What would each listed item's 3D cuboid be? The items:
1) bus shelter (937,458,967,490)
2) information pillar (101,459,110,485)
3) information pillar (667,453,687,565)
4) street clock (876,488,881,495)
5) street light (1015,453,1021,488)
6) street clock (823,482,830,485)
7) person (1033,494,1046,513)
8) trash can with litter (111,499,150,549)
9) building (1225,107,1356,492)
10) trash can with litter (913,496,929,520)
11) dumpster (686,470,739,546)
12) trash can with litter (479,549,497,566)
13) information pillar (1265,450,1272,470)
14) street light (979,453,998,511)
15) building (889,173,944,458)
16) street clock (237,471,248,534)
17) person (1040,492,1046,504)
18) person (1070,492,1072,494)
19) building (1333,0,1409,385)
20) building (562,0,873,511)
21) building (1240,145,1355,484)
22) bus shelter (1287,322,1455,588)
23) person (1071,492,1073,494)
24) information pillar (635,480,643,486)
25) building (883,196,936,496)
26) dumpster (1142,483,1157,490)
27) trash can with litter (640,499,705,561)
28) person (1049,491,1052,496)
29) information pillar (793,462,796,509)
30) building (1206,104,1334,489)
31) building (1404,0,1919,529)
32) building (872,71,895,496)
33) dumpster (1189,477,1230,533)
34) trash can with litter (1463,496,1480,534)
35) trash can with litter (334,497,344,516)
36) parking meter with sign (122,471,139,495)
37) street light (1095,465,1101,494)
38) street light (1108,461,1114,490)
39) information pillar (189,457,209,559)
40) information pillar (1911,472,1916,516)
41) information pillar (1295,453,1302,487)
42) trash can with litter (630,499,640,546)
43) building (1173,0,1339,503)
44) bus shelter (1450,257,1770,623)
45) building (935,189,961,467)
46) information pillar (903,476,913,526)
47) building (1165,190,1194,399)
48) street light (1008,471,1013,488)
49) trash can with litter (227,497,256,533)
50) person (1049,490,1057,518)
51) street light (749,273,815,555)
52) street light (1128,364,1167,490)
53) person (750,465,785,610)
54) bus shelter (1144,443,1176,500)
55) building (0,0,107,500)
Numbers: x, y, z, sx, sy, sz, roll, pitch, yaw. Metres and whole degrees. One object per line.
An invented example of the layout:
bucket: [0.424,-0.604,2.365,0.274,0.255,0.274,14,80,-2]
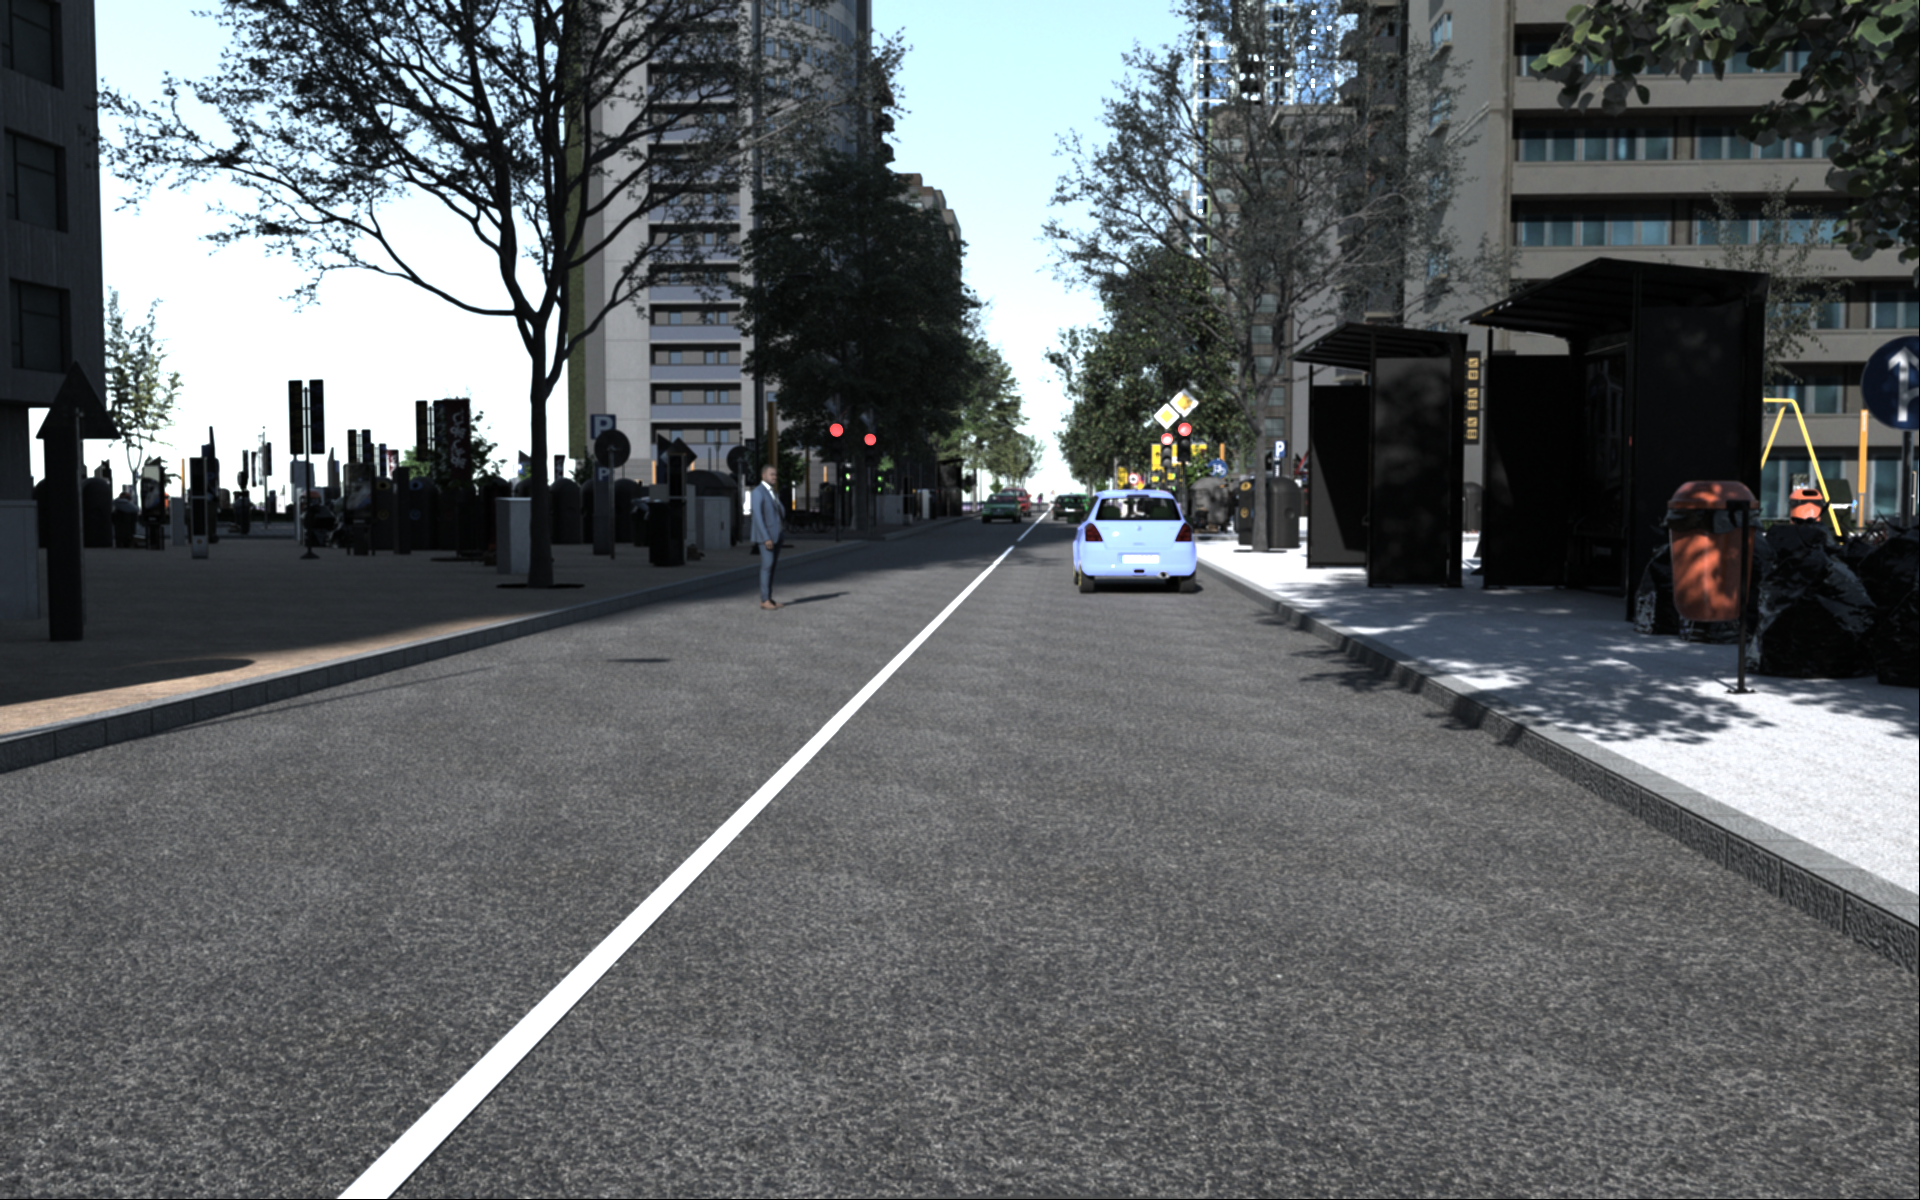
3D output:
bus shelter: [-0.551,-7.605,115.617,1.731,3.624,6.357,0,4,4]
information pillar: [-56.844,-7.575,115.202,0.504,3.616,0.183,-3,5,-43]
information pillar: [-5.125,-1.644,31.378,0.304,2.012,0.304,0,4,-1]
street clock: [-4.952,-6.171,105.462,0.358,2.002,0.471,1,4,20]
street light: [6.016,-13.711,196.710,1.470,5.913,1.316,0,4,3]
street clock: [-7.973,-6.022,103.030,0.471,2.002,0.358,-3,4,-36]
person: [6.135,-7.483,134.072,0.991,1.433,0.599,1,4,10]
trash can with litter: [-19.620,-1.817,41.095,1.055,1.170,0.624,2,4,31]
building: [41.369,-28.984,165.775,32.217,40.220,23.993,0,4,3]
trash can with litter: [-2.327,-4.532,85.153,1.678,1.210,2.233,-1,4,-17]
dumpster: [-6.143,-2.217,42.012,1.264,1.857,1.865,0,4,3]
trash can with litter: [-8.079,-1.196,30.948,1.055,1.170,0.624,0,4,7]
information pillar: [16.402,-6.173,92.282,0.504,3.616,0.183,-2,4,-24]
street light: [2.112,-9.715,131.381,1.470,5.913,1.316,0,4,3]
building: [-10.148,-36.409,245.399,14.600,45.320,14.200,0,4,3]
street clock: [-22.765,-3.085,55.007,0.358,2.002,0.471,-3,4,-37]
person: [11.779,-14.755,250.463,1.217,1.735,0.721,0,4,7]
person: [16.065,-14.801,251.169,0.621,1.740,0.551,-2,4,-34]
building: [35.514,-27.731,108.032,22.147,44.769,28.867,0,4,3]
building: [-19.304,-36.869,144.811,21.231,58.520,28.212,0,4,3]
building: [30.854,-22.994,147.659,14.160,30.474,14.107,0,4,3]
bus shelter: [6.302,-2.168,26.732,1.731,3.624,6.357,0,4,3]
person: [16.936,-15.495,262.624,1.217,1.735,0.721,-2,4,-24]
information pillar: [-16.692,-5.235,90.092,0.304,2.012,0.304,-3,5,-41]
building: [-10.725,-33.506,231.416,14.154,41.232,14.086,0,4,3]
dumpster: [9.666,-4.909,86.021,1.264,1.857,1.865,0,4,3]
trash can with litter: [-5.498,-1.347,33.411,1.055,1.170,0.624,-3,5,-41]
person: [12.423,-13.861,234.993,0.709,1.838,0.599,-2,4,-31]
information pillar: [-9.954,-6.900,104.172,0.183,3.616,0.504,1,4,10]
building: [33.275,-30.684,185.272,14.154,41.232,14.086,0,4,3]
building: [29.986,-27.373,71.247,21.600,48.544,21.300,0,4,3]
building: [-18.198,-31.749,173.721,22.147,44.769,28.867,0,4,3]
dumpster: [8.384,-3.199,58.054,1.264,1.857,1.865,0,4,3]
trash can with litter: [16.405,-2.746,55.954,1.678,1.210,2.233,-2,4,-30]
trash can with litter: [-23.747,-3.364,66.393,0.624,1.170,1.055,0,4,6]
parking meter with sign: [-63.997,-8.371,133.134,1.738,3.016,0.543,1,4,15]
street light: [11.450,-10.221,139.651,1.470,5.913,1.316,0,4,3]
street light: [8.806,-7.547,95.935,1.470,5.913,1.316,0,4,3]
information pillar: [-15.155,-1.835,34.487,0.304,2.012,0.304,-1,4,-21]
information pillar: [31.324,-3.220,57.135,0.304,2.012,0.304,2,4,25]
information pillar: [19.311,-6.579,98.919,0.504,3.616,0.183,-3,5,-41]
trash can with litter: [-7.508,-1.882,42.153,1.055,1.170,0.624,2,4,31]
building: [40.448,-56.664,239.129,22.319,86.520,31.000,0,4,3]
bus shelter: [7.387,-1.773,20.271,1.731,3.624,6.357,0,4,3]
building: [-11.033,-40.022,278.064,21.300,48.544,21.600,0,4,3]
information pillar: [-2.134,-4.048,70.683,0.304,2.012,0.304,2,4,27]
building: [43.235,-39.837,270.941,23.786,49.044,30.456,0,4,3]
street light: [4.057,-11.715,164.087,1.470,5.913,1.316,0,4,3]
trash can with litter: [-24.115,-2.855,58.069,0.624,1.170,1.055,0,4,1]
person: [5.600,-5.789,104.158,0.512,1.701,0.522,1,4,18]
street light: [-3.752,-3.915,36.552,1.470,5.913,1.316,0,4,3]
street light: [6.832,-5.479,62.126,1.470,5.913,1.316,0,4,3]
person: [-2.420,-0.801,21.785,0.419,1.800,0.721,1,4,9]
bus shelter: [12.267,-7.689,103.345,2.179,5.291,8.768,0,4,3]
building: [-23.027,-15.666,27.842,14.107,30.474,14.160,0,4,3]
